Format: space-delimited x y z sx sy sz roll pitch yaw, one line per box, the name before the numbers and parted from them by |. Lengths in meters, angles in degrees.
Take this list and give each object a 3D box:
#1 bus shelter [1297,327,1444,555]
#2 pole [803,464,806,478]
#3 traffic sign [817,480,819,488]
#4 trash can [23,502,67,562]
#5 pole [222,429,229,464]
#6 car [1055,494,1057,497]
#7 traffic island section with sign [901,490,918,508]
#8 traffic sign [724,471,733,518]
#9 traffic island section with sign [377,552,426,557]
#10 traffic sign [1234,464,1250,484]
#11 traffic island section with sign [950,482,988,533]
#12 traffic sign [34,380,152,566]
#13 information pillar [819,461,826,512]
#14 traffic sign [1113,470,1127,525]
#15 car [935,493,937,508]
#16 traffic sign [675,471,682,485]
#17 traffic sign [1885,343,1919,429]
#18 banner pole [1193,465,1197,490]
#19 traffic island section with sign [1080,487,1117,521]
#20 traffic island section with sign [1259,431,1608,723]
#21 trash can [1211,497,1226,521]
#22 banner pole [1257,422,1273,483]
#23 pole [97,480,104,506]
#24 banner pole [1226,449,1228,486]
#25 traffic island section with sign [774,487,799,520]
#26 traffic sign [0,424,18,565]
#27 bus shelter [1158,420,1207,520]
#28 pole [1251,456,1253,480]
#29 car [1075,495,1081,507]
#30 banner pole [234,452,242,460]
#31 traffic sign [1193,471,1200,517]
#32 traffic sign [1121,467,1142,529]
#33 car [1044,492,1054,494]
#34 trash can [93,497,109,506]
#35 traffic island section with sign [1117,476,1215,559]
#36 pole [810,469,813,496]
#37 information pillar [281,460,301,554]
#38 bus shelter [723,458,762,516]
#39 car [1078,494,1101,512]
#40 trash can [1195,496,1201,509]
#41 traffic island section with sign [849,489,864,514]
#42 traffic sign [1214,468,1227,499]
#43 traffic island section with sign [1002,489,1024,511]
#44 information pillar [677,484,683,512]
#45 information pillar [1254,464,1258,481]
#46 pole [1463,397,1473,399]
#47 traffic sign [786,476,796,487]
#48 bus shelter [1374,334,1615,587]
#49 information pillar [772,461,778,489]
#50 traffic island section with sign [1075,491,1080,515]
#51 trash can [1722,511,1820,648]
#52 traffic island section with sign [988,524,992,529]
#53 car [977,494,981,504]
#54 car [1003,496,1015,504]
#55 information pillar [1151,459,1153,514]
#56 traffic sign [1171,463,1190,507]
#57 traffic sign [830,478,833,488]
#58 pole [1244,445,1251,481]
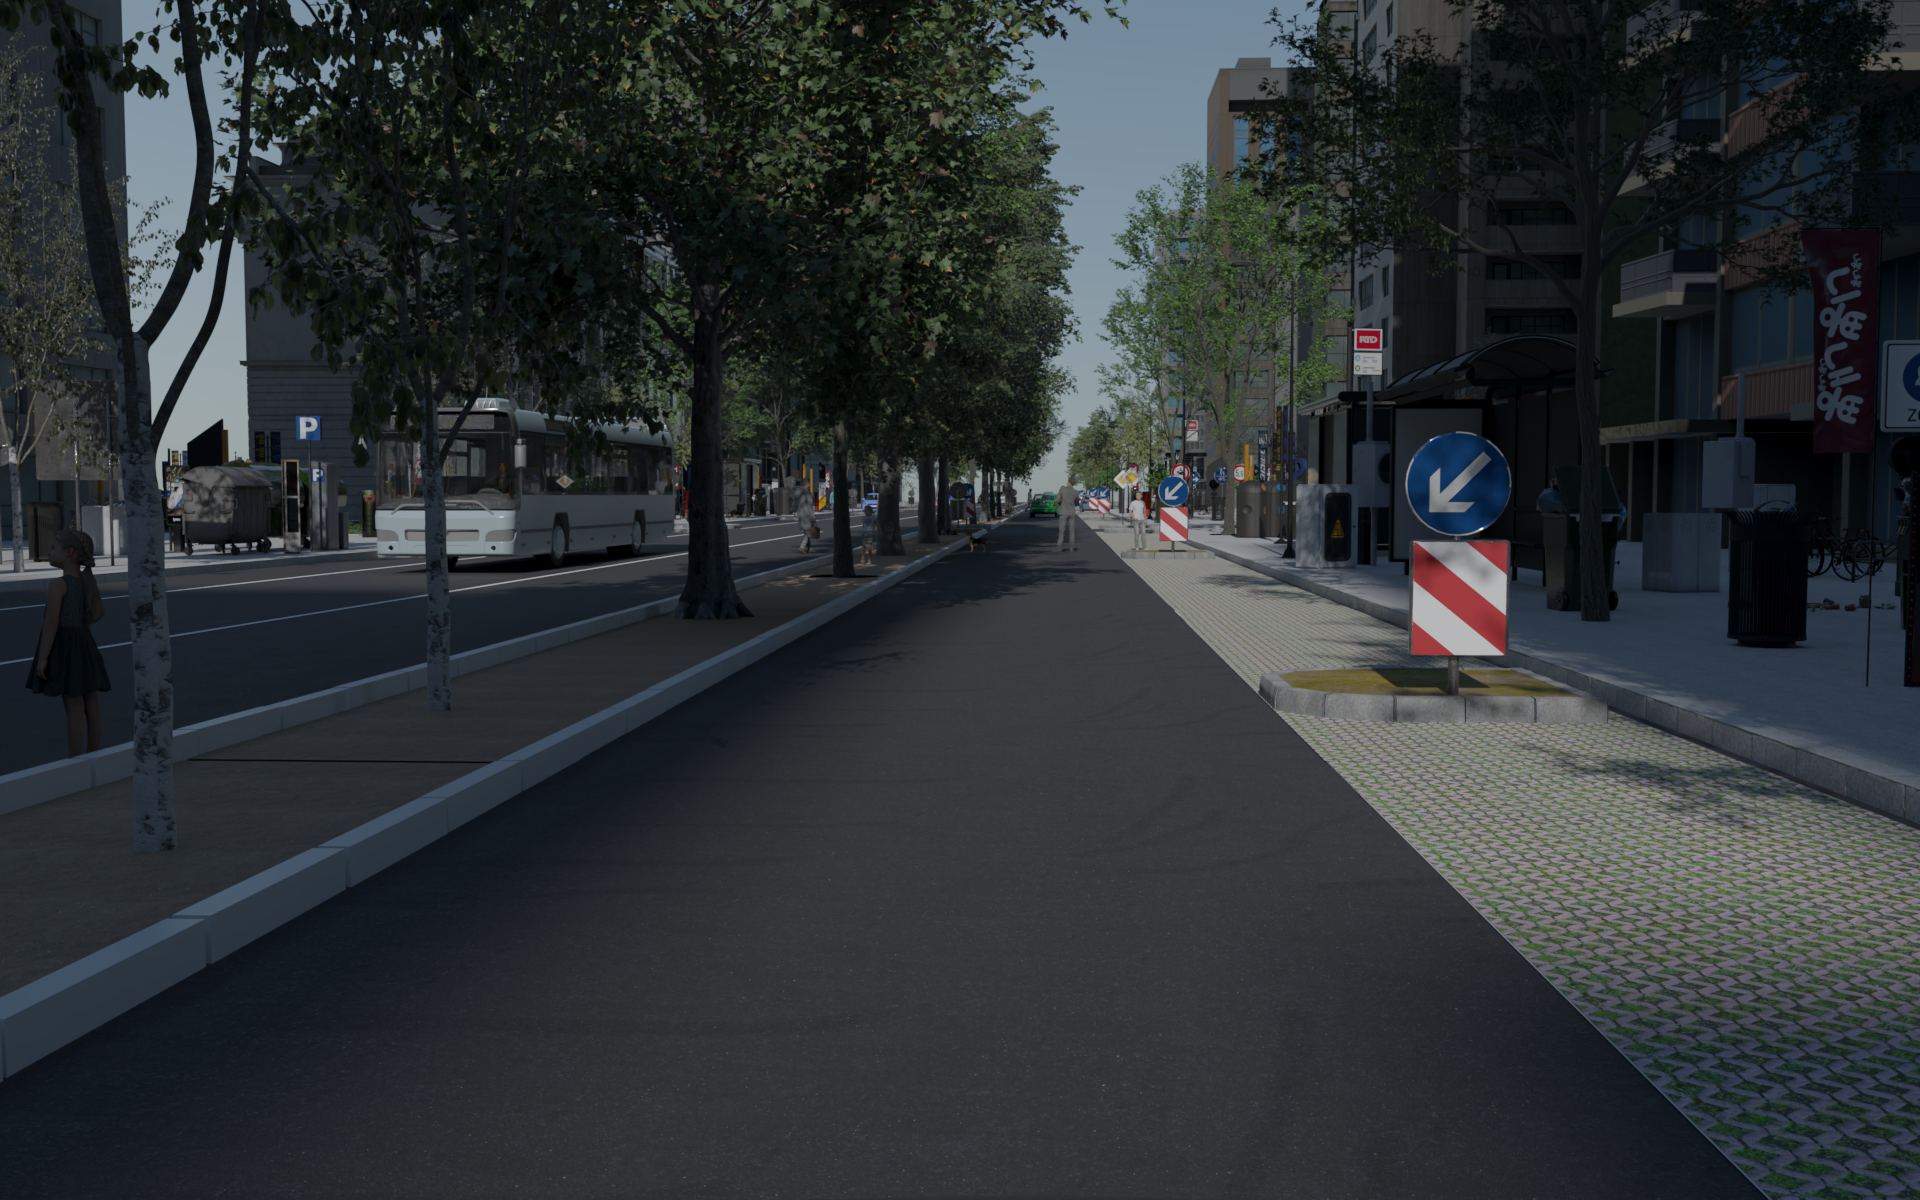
bus shelter | 8.992 -3.780 39.436 2.179 5.291 8.768 0 4 3
pole | -10.577 -7.584 117.833 0.158 3.312 0.155 0 3 0
traffic sign | -10.023 -7.533 125.294 0.606 2.300 0.079 0 4 8
trash can | -17.283 -1.290 32.750 0.748 1.137 0.748 0 3 0
pole | -23.192 -3.726 54.763 0.158 3.312 0.155 0 3 0
car | 6.862 -7.422 131.143 2.009 1.686 4.222 0 4 4
traffic island section with sign | -4.797 -10.013 172.342 1.989 1.847 2.006 0 4 3
traffic sign | -12.504 -5.662 92.682 0.768 2.556 0.104 1 4 13
traffic island section with sign | -12.175 -1.926 40.114 1.989 1.847 2.006 0 4 3
traffic sign | 12.037 -4.543 74.381 0.768 2.556 0.104 1 4 11
traffic island section with sign | -0.107 -3.442 64.417 2.006 1.907 1.989 0 4 3
traffic sign | -15.487 -2.268 30.955 2.265 3.308 0.079 1 4 8
information pillar | -9.627 -7.929 120.996 0.504 3.616 0.183 0 4 5
traffic sign | 6.746 -4.164 71.717 0.795 2.450 0.064 0 4 3
car | -2.074 -9.229 159.926 2.155 1.783 4.494 0 4 2
traffic sign | -10.765 -3.735 64.713 0.795 2.450 0.064 0 4 3
traffic sign | 6.450 -0.578 11.587 0.606 2.300 0.079 0 4 6
banner pole | 17.742 -8.658 131.567 0.401 3.779 0.863 -2 4 -33
traffic island section with sign | 7.673 -5.212 93.841 1.989 1.847 2.006 0 4 3
traffic island section with sign | 3.093 -0.191 11.755 1.989 1.847 2.006 0 4 3
trash can | 12.326 -4.342 82.639 0.748 1.137 0.748 0 3 0
banner pole | 10.600 -4.280 59.994 0.863 3.779 0.401 -2 4 -34
pole | -32.019 -4.323 64.521 0.158 3.312 0.155 0 3 0
banner pole | 14.934 -6.507 96.400 0.401 3.779 0.863 2 4 29
traffic island section with sign | -9.096 -5.301 95.304 1.989 1.847 2.006 0 4 3
traffic sign | -17.413 -1.910 31.337 0.768 2.556 0.104 0 4 3
bus shelter | 11.633 -6.951 91.288 2.179 5.291 8.768 0 4 3
pole | 15.434 -5.990 91.775 0.158 3.312 0.155 0 3 0
car | 12.626 -10.145 178.450 1.945 1.354 3.894 0 4 4
banner pole | -42.670 -6.876 102.446 0.863 3.779 0.401 2 4 33
traffic sign | 13.093 -5.942 97.264 0.768 2.556 0.104 1 4 12
traffic sign | 6.302 -3.676 63.744 0.795 2.450 0.064 0 4 3
car | 13.731 -15.899 268.626 2.281 1.827 5.304 0 4 4
trash can | -40.215 -4.254 81.204 0.748 1.137 0.748 0 3 0
traffic island section with sign | 4.609 -1.837 38.667 1.989 1.847 2.006 0 4 3
pole | -12.077 -9.002 141.025 0.158 3.312 0.155 0 3 0
information pillar | -14.360 -2.000 37.185 0.304 2.012 0.304 -2 4 -32
bus shelter | -13.370 -7.548 101.038 2.179 5.291 8.768 0 4 3
car | 9.857 -7.191 129.577 2.014 1.417 4.499 0 4 1
trash can | 18.635 -7.612 136.103 0.748 1.137 0.748 0 3 0
traffic island section with sign | -7.572 -6.967 122.532 1.989 1.847 2.006 0 4 3
traffic sign | 12.795 -5.164 84.534 0.768 2.556 0.104 1 4 12
traffic island section with sign | 4.489 -8.483 146.835 2.006 1.907 1.989 0 4 3
information pillar | -19.579 -7.130 121.063 0.304 2.012 0.304 -2 4 -35
information pillar | 23.029 -8.748 134.389 0.504 3.616 0.183 -1 4 -12
pole | 10.688 -2.610 36.518 0.158 3.312 0.155 0 3 0
traffic sign | -12.175 -7.599 124.344 0.768 2.556 0.104 0 4 4
bus shelter | 7.428 -1.887 24.774 2.014 3.302 5.546 0 4 3
information pillar | -13.095 -8.040 122.815 0.504 3.616 0.183 0 4 2
traffic island section with sign | 9.181 -6.867 120.899 1.989 1.847 2.006 0 4 3
trash can | 6.811 -0.180 14.596 0.748 1.137 0.748 0 3 0
traffic island section with sign | 0.315 -3.895 71.812 2.006 1.907 1.989 0 4 3
car | 3.576 -15.351 260.767 2.009 1.686 4.222 0 4 5
car | 7.217 -15.396 260.758 2.155 1.783 4.494 0 4 2
information pillar | 12.640 -7.513 114.193 0.183 3.616 0.504 -1 4 -9
traffic sign | 9.174 -4.401 72.057 0.768 2.556 0.104 1 4 10
traffic sign | -10.043 -8.375 137.044 0.768 2.556 0.104 1 4 13
pole | 11.807 -4.749 71.487 0.158 3.312 0.155 0 3 0
